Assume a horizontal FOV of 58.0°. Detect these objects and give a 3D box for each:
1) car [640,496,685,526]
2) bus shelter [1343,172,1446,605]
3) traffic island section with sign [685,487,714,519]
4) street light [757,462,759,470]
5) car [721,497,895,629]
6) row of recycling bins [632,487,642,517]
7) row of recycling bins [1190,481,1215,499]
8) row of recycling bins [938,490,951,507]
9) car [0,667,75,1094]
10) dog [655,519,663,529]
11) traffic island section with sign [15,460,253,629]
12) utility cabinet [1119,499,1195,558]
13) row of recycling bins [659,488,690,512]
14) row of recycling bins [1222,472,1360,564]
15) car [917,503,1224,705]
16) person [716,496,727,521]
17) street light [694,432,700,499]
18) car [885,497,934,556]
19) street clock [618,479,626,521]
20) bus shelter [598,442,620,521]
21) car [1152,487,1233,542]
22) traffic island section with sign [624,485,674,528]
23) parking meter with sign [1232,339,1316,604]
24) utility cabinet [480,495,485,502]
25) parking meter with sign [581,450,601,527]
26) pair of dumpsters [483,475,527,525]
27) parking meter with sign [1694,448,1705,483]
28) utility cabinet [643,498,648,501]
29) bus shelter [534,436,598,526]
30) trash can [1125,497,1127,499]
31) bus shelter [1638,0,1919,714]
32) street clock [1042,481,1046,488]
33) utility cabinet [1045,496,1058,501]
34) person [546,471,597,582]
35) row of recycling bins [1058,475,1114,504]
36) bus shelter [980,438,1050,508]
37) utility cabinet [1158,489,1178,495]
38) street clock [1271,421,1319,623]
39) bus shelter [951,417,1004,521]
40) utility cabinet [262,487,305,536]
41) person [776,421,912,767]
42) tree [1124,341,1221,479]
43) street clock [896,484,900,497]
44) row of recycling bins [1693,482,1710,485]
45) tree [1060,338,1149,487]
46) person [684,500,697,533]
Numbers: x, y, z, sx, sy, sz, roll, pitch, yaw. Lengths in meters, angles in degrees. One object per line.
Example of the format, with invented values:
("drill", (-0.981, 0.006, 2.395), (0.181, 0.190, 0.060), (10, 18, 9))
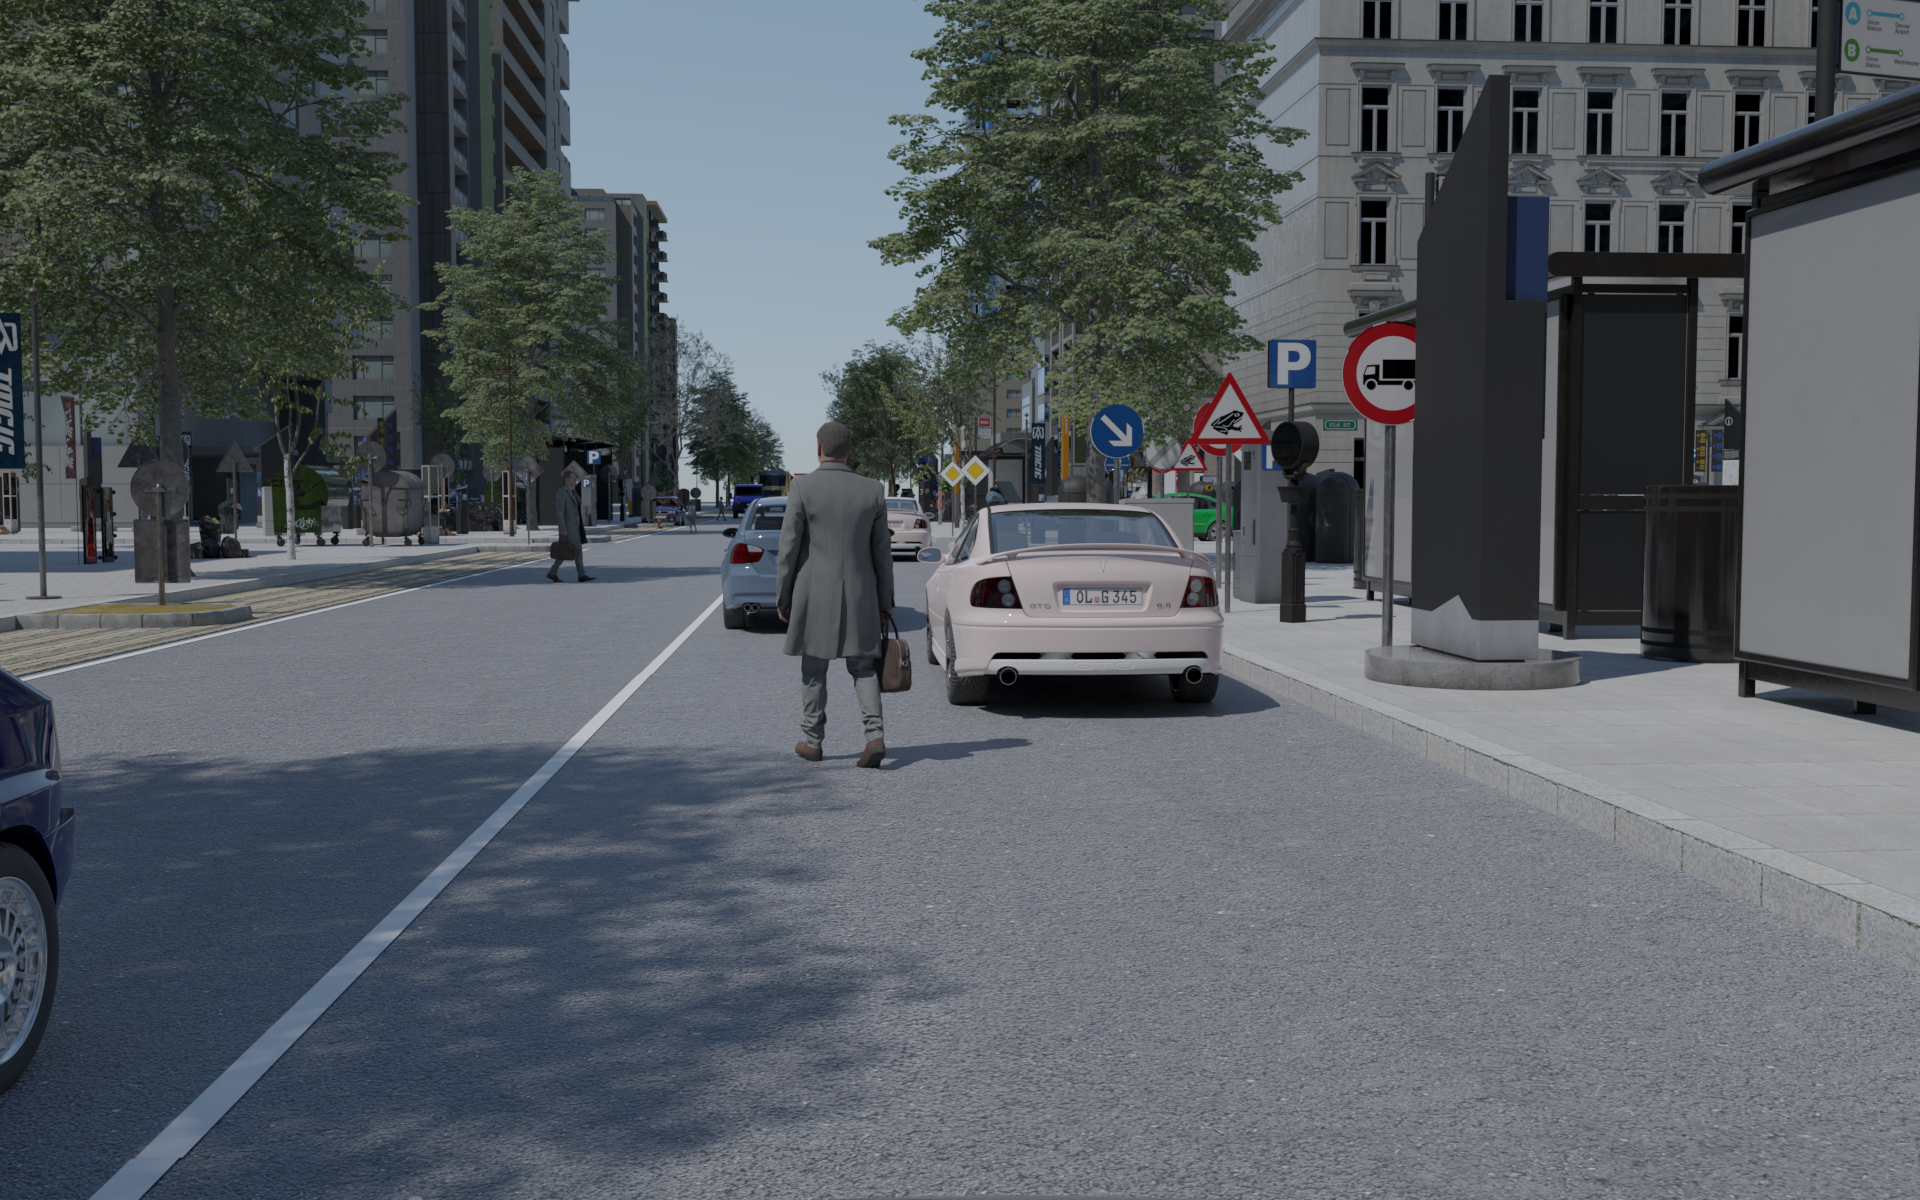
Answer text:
("car", (-13.338, -3.997, 77.927), (1.945, 1.354, 3.894), (0, 4, -5))
("bus shelter", (5.806, -2.553, 19.366), (2.179, 5.291, 8.768), (0, 4, -4))
("traffic island section with sign", (-15.387, -5.660, 101.176), (1.989, 1.847, 2.006), (0, 4, -4))
("street light", (-28.978, -16.910, 249.270), (0.468, 5.910, 1.993), (0, 4, -4))
("car", (-1.734, -0.473, 19.743), (2.014, 1.417, 4.499), (0, 4, -4))
("row of recycling bins", (-18.533, -5.672, 99.853), (1.069, 1.692, 3.534), (0, 4, -4))
("row of recycling bins", (8.935, -2.914, 54.758), (3.534, 1.692, 1.069), (0, 4, -4))
("row of recycling bins", (-1.145, -6.858, 119.233), (1.069, 1.692, 3.534), (-1, 4, -18))
("car", (-3.061, 0.600, 2.772), (1.945, 1.354, 3.894), (0, 4, -3))
("dog", (-12.376, -3.099, 70.869), (0.550, 0.427, 0.748), (2, 4, 26))
("traffic island section with sign", (-9.057, -0.650, 19.253), (1.989, 1.847, 2.006), (0, 4, -4))
("utility cabinet", (2.752, -0.803, 24.291), (1.020, 1.237, 0.306), (-1, 4, -13))
("row of recycling bins", (-20.212, -7.038, 122.187), (1.069, 1.692, 3.534), (1, 4, 21))
("row of recycling bins", (6.418, -1.605, 33.357), (1.069, 1.692, 3.534), (-2, 4, -25))
("car", (0.739, -0.053, 13.221), (2.083, 1.381, 4.827), (0, 4, -4))
("person", (-12.850, -4.918, 93.183), (0.640, 1.303, 0.475), (-2, 4, -33))
("street light", (-19.480, -9.505, 128.198), (0.468, 5.910, 1.993), (0, 4, -4))
("car", (-1.604, -1.602, 38.552), (2.083, 1.381, 4.827), (0, 4, -3))
("street clock", (-15.892, -4.700, 81.420), (0.358, 2.002, 0.471), (0, 4, 3))
("bus shelter", (-16.869, -5.412, 79.776), (1.731, 3.624, 6.357), (0, 4, -5))
("car", (5.970, -2.516, 49.930), (4.718, 1.807, 1.959), (0, 4, -4))
("traffic island section with sign", (-13.297, -4.007, 74.144), (1.989, 1.847, 2.006), (0, 4, -4))
("parking meter with sign", (3.630, -1.479, 20.447), (0.543, 3.016, 1.738), (-1, 4, -8))
("utility cabinet", (-31.554, -6.285, 113.928), (0.306, 1.237, 1.020), (-2, 4, -32))
("parking meter with sign", (-14.689, -4.414, 68.435), (0.543, 3.016, 1.738), (0, 4, 5))
("pair of dumpsters", (-18.982, -4.308, 72.924), (1.574, 2.255, 4.437), (0, 4, -5))
("parking meter with sign", (28.159, -4.272, 66.111), (0.543, 3.016, 1.738), (3, 4, 36))
("utility cabinet", (-17.076, -5.253, 94.570), (0.318, 1.500, 1.173), (0, 4, 3))
("bus shelter", (-16.649, -4.983, 72.748), (1.731, 3.624, 6.357), (0, 4, -4))
("trash can", (8.373, -4.797, 90.090), (0.748, 1.137, 0.748), (0, 3, 0))
("bus shelter", (5.830, -1.944, 9.415), (2.179, 5.291, 8.768), (0, 4, -5))
("street clock", (3.683, -4.531, 78.650), (0.358, 2.002, 0.471), (2, 4, 32))
("utility cabinet", (3.592, -3.475, 67.976), (0.306, 1.237, 1.020), (3, 4, 38))
("person", (-6.327, -1.196, 28.157), (0.767, 1.812, 0.694), (1, 4, 10))
("row of recycling bins", (2.879, -1.934, 38.740), (1.069, 1.692, 3.534), (1, 4, 13))
("bus shelter", (2.010, -4.335, 64.797), (2.014, 3.302, 5.546), (0, 4, -5))
("utility cabinet", (9.720, -4.425, 81.034), (0.318, 1.500, 1.173), (3, 5, 43))
("street clock", (3.328, -0.776, 17.258), (0.358, 2.002, 0.471), (-2, 4, -31))
("bus shelter", (0.753, -6.729, 87.648), (2.179, 5.291, 8.768), (0, 4, -4))
("utility cabinet", (-20.541, -2.686, 52.593), (1.173, 1.500, 0.318), (-3, 4, -36))
("person", (-0.643, -0.036, 9.191), (0.694, 1.812, 0.767), (-1, 4, -21))
("tree", (8.592, -7.382, 71.064), (4.360, 8.622, 3.978), (0, 3, 0))
("street clock", (-4.412, -7.093, 120.544), (0.471, 2.002, 0.358), (1, 4, 13))
("row of recycling bins", (24.188, -3.126, 58.219), (3.534, 1.692, 1.069), (-3, 4, -37))
("tree", (6.396, -7.737, 76.870), (4.737, 8.622, 4.395), (0, 3, 0))
("person", (-9.996, -3.100, 64.204), (0.505, 1.210, 0.382), (0, 4, -6))
